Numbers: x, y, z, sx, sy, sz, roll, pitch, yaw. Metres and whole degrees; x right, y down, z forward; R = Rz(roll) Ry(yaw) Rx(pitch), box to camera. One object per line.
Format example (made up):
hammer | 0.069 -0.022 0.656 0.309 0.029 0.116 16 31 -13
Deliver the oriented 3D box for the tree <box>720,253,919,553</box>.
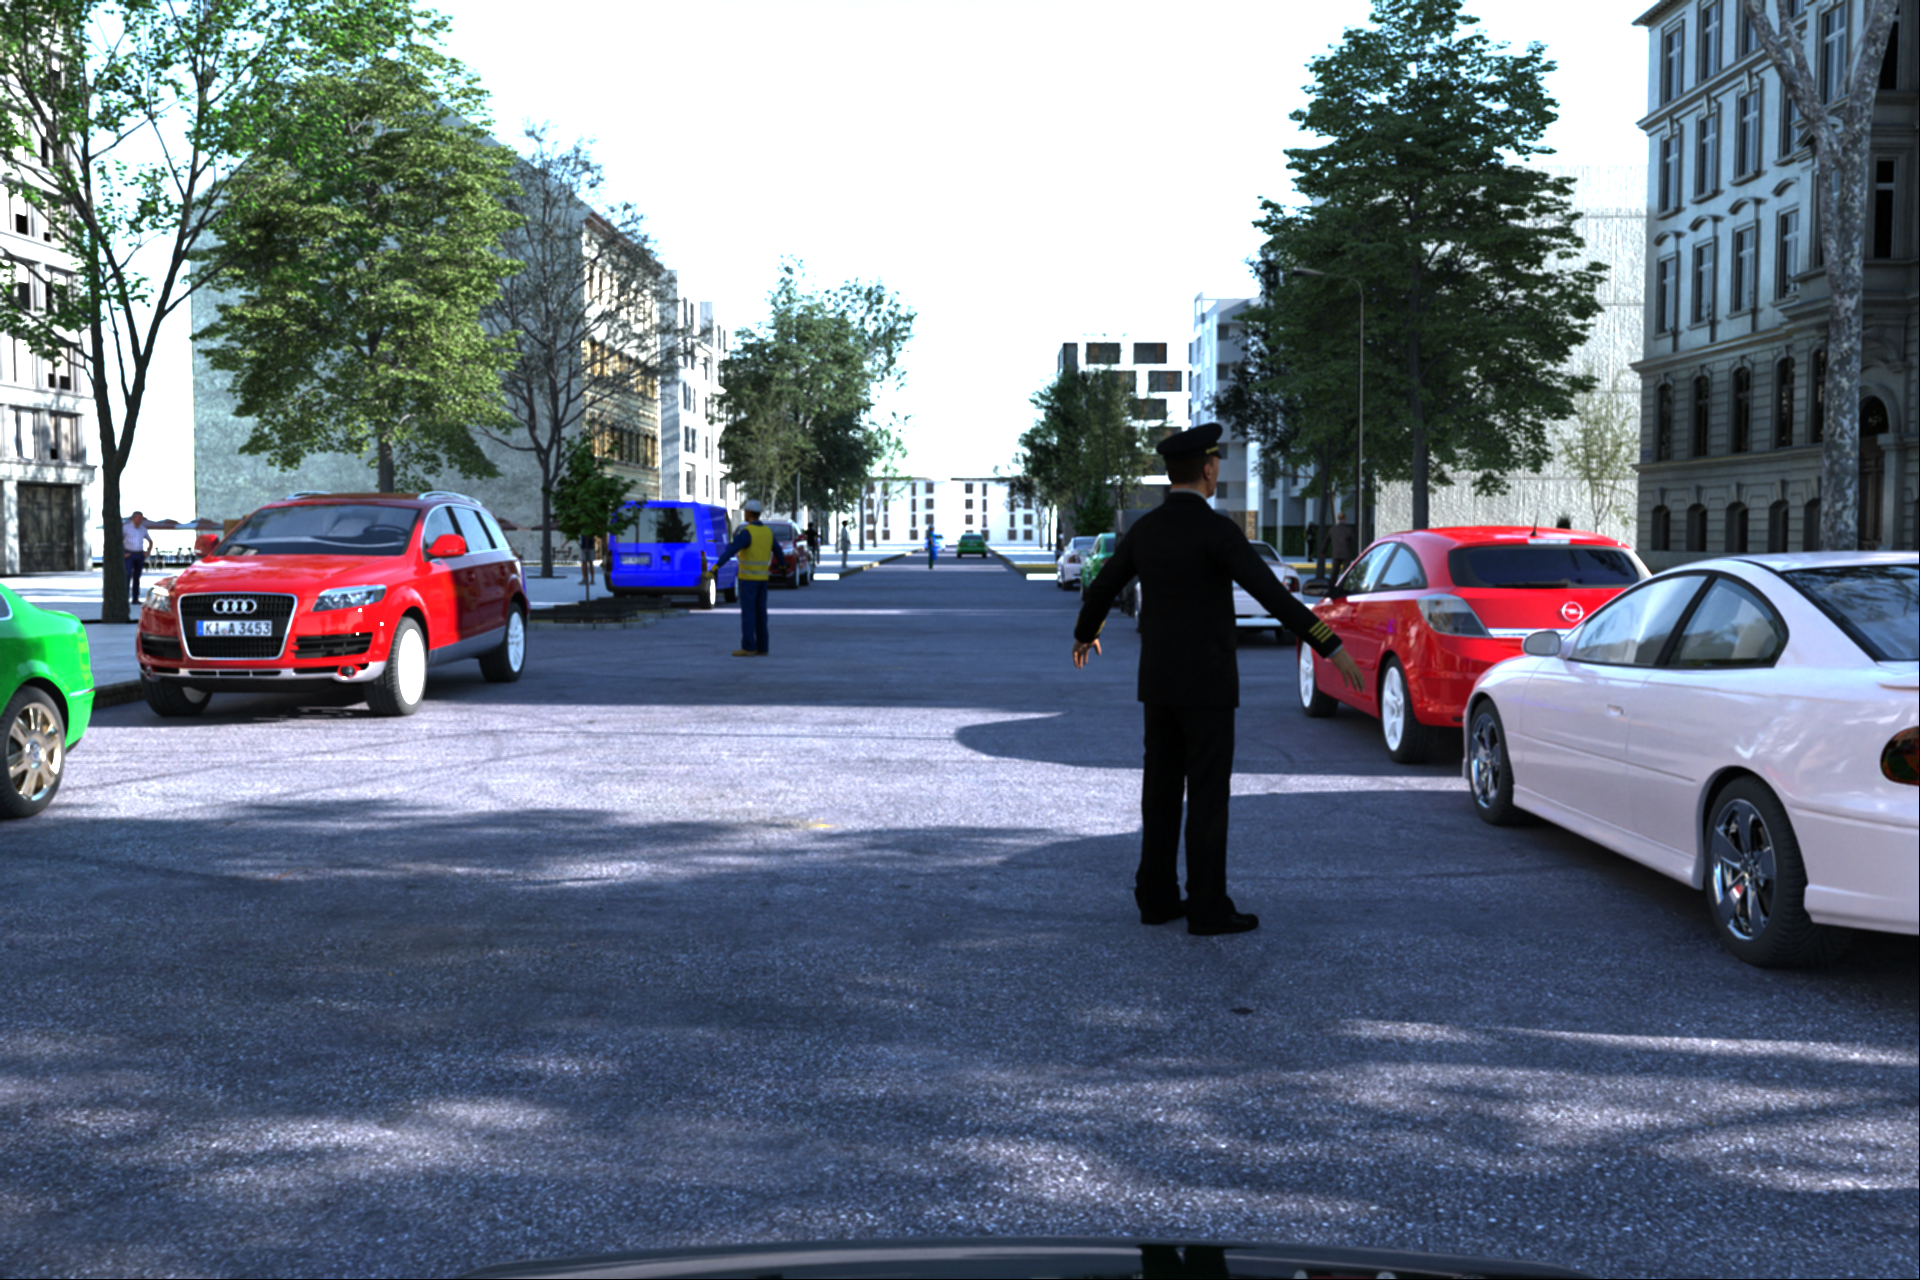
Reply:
tree | -9.433 -16.034 118.043 12.611 20.169 13.585 0 3 0

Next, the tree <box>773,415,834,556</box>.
tree | -8.393 -9.270 101.929 4.360 8.622 3.978 0 3 0

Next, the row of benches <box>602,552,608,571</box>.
row of benches | -11.708 -2.680 59.284 1.422 0.672 4.104 -1 4 -18

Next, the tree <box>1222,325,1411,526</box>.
tree | 15.293 -8.352 70.964 8.767 10.594 7.601 -2 4 -32

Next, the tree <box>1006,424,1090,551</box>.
tree | 7.065 -12.005 130.700 7.601 10.594 8.767 -3 4 -38

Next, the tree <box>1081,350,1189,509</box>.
tree | 6.377 -7.251 68.919 4.360 8.622 3.978 0 3 0

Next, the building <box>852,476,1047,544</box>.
building | -1.353 -18.752 251.196 28.070 9.664 9.099 0 4 4

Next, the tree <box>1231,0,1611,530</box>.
tree | 9.287 -7.210 36.016 7.486 12.596 7.792 0 3 0

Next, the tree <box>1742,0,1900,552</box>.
tree | 9.392 -10.066 20.476 12.611 20.169 13.585 0 3 0

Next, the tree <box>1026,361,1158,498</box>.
tree | 7.118 -9.761 94.000 7.601 10.594 8.767 -1 4 -16

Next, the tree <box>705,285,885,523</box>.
tree | -8.635 -11.257 90.713 9.857 13.997 8.962 0 3 0

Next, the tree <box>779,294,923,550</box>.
tree | -9.019 -17.349 139.546 12.611 20.169 13.585 0 3 0

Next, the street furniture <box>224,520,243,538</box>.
street furniture | -19.276 -2.904 54.327 11.010 1.723 9.812 0 4 4

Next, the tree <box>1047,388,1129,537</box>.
tree | 6.601 -8.265 85.499 4.737 8.622 4.395 0 3 0

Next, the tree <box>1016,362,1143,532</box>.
tree | 7.184 -10.888 103.777 9.928 11.665 9.643 0 3 0

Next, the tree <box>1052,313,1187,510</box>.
tree | 4.791 -6.614 58.497 4.360 8.622 3.978 0 3 0

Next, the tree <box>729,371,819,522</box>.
tree | -8.854 -7.841 78.557 4.360 8.622 3.978 0 3 0

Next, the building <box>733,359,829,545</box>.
building | -24.061 -19.862 191.205 16.747 18.905 31.486 0 4 0

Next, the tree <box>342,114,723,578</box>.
tree | -12.053 -8.563 50.367 12.009 13.543 11.850 0 3 0

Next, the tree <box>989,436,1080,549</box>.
tree | 7.026 -13.313 152.081 8.767 10.594 7.601 -2 4 -28

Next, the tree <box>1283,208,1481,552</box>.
tree | 14.586 -8.702 60.407 7.486 12.596 7.792 0 3 0

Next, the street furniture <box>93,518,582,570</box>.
street furniture | -29.070 -3.808 67.290 27.439 1.986 14.083 0 4 1

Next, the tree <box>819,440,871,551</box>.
tree | -8.378 -10.911 128.752 4.737 8.622 4.395 0 3 0

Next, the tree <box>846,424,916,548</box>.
tree | -7.886 -14.410 161.357 9.928 11.665 9.643 0 3 0

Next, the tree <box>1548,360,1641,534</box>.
tree | 27.030 -7.511 73.166 4.360 8.622 3.978 0 3 0

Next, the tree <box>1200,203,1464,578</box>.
tree | 10.224 -6.904 47.297 7.601 10.594 8.767 -1 4 -13

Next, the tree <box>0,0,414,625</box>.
tree | -12.065 -6.054 24.744 9.928 11.665 9.643 0 3 0

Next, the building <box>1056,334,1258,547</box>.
building | 24.579 -21.339 192.863 27.936 21.610 32.646 0 4 1

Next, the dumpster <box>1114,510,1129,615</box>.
dumpster | 3.685 -1.407 31.224 1.865 1.857 1.264 0 4 1

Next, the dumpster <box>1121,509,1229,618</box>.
dumpster | 3.690 -1.324 29.856 1.865 1.857 1.264 0 4 1

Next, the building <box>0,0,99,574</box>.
building | -31.879 -12.248 46.934 8.464 21.280 15.925 0 4 1

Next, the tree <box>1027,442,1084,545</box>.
tree | 6.706 -9.851 111.430 4.360 8.622 3.978 0 3 0

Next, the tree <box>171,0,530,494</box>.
tree | -12.324 -7.206 35.940 7.486 12.596 7.792 0 3 0

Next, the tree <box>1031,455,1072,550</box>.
tree | 7.113 -11.664 141.061 4.360 8.622 3.978 0 3 0

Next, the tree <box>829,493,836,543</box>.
tree | -18.332 -18.235 248.505 4.360 8.622 3.978 0 3 0

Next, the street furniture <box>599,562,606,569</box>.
street furniture | -11.363 -3.242 68.630 5.734 0.657 10.072 0 4 -3

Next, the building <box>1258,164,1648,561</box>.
building | 26.840 -13.775 91.679 16.747 18.905 31.486 0 4 0

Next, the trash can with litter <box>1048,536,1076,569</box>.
trash can with litter | 4.079 -3.162 62.750 1.678 1.210 2.233 0 4 -2
